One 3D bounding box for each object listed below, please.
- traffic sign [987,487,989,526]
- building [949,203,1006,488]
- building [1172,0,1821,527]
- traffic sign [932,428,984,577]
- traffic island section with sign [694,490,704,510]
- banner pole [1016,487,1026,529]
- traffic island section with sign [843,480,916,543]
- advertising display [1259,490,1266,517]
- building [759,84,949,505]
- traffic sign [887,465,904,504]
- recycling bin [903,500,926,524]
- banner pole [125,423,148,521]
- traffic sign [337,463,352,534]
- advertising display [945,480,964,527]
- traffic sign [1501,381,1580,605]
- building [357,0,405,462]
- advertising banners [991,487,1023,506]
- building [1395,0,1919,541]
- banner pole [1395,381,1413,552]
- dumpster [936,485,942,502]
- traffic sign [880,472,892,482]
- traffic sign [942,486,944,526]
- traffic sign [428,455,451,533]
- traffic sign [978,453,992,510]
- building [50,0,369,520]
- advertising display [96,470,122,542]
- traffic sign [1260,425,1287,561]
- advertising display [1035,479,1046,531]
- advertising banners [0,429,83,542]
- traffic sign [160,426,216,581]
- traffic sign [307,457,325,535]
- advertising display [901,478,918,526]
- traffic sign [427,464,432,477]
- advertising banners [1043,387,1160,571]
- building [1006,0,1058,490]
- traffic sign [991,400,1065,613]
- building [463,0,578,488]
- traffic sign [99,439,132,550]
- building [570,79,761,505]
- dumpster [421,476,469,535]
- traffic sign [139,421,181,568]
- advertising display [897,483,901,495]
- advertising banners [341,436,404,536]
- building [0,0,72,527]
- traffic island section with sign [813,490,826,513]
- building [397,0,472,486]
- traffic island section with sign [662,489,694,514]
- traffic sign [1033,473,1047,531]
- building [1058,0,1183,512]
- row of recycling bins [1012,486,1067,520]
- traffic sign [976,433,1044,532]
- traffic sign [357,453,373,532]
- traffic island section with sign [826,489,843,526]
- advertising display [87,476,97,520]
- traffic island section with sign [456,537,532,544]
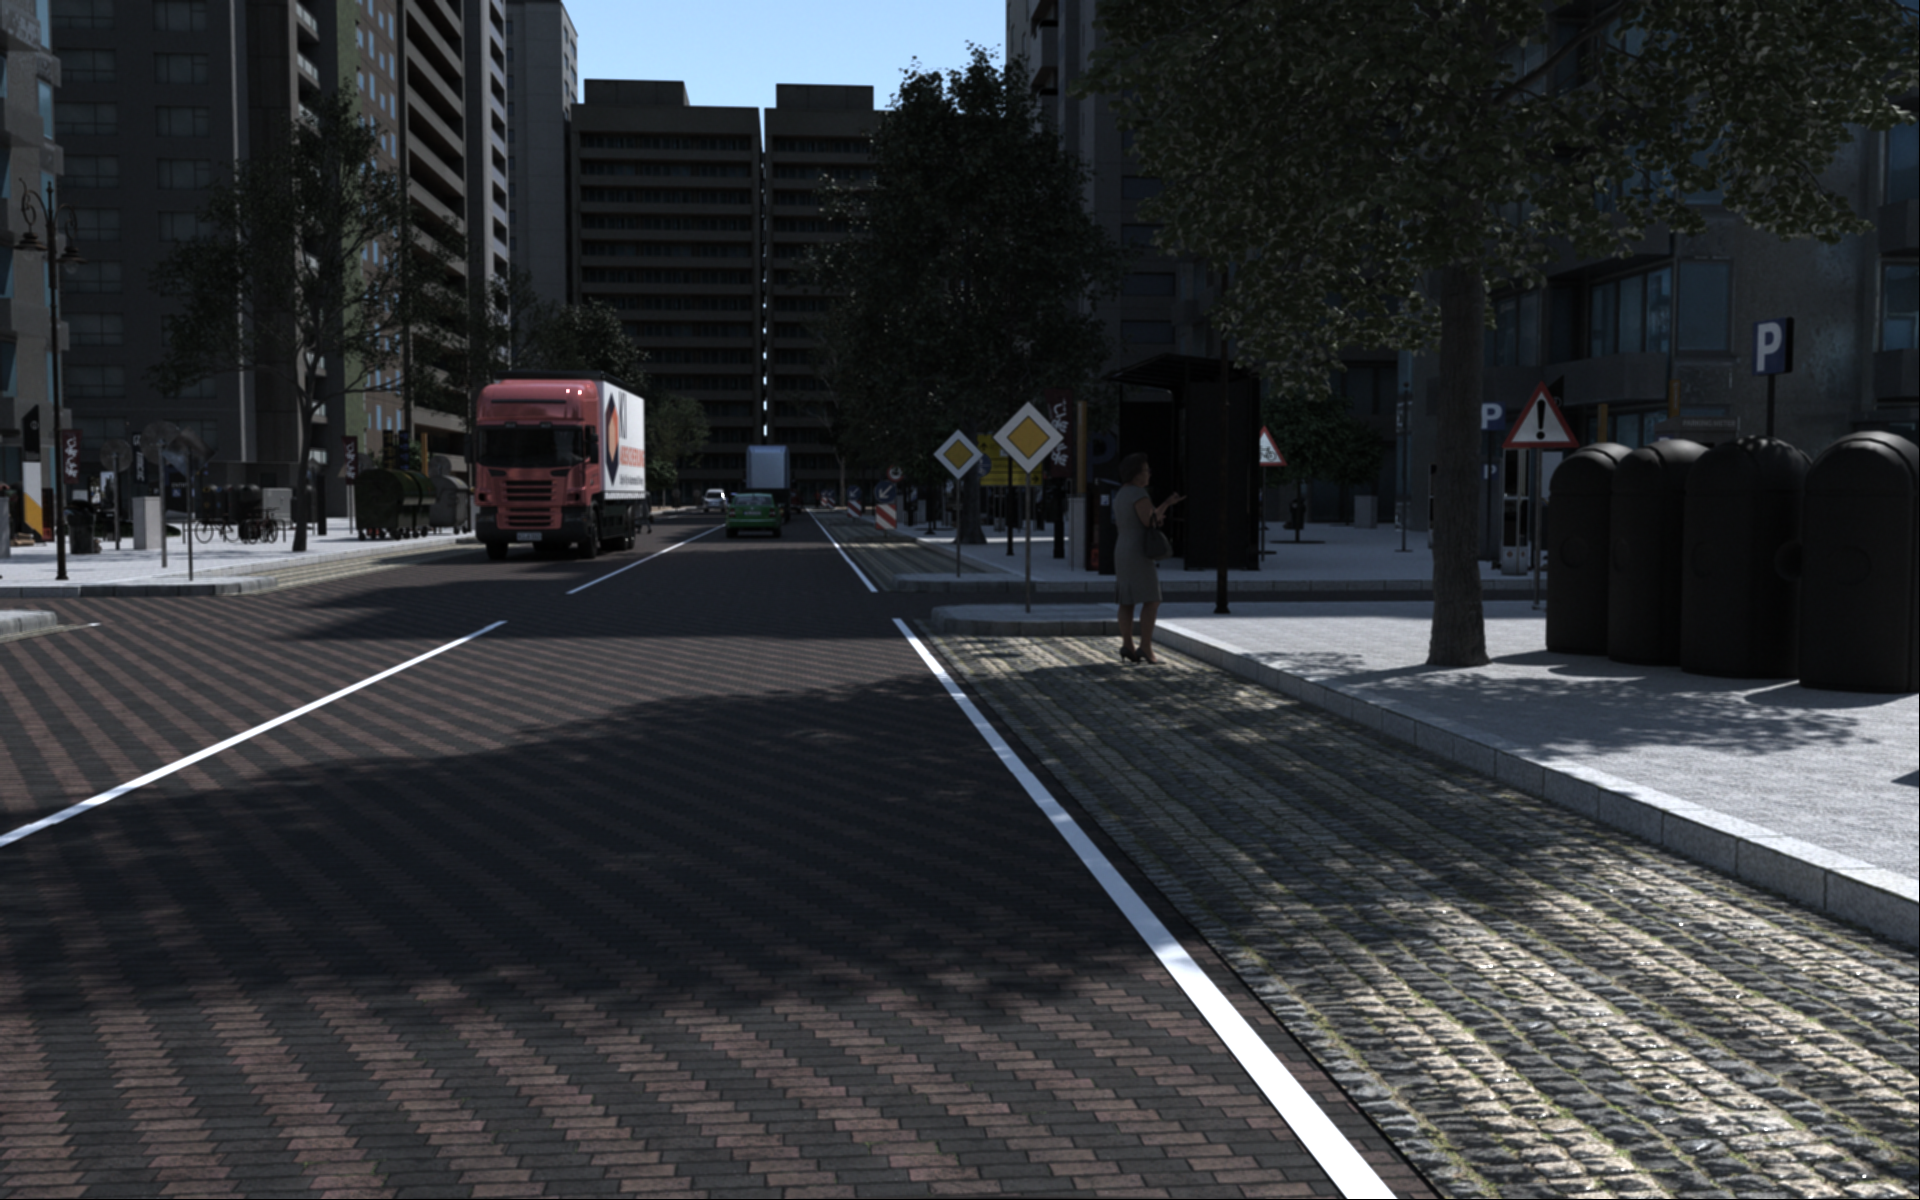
[{"bbox_3d":[1.114,-4.254,69.658,0.768,2.556,0.104,0,4,3],"label":"traffic sign"},{"bbox_3d":[5.377,-34.107,207.764,14.200,45.320,14.600,0,4,-5],"label":"building"},{"bbox_3d":[23.506,-28.656,88.132,23.786,49.044,30.456,0,4,-5],"label":"building"},{"bbox_3d":[-0.028,-1.405,26.616,0.795,2.450,0.064,0,4,-5],"label":"traffic sign"},{"bbox_3d":[-23.310,-8.878,153.782,1.989,1.847,2.006,0,4,-5],"label":"traffic island section with sign"},{"bbox_3d":[2.361,-4.502,63.632,0.401,3.779,0.863,2,4,30],"label":"banner pole"},{"bbox_3d":[-2.341,-2.603,51.184,1.989,1.847,2.006,0,4,-5],"label":"traffic island section with sign"},{"bbox_3d":[8.739,-2.874,52.205,0.974,1.923,0.123,1,4,18],"label":"advertising display"},{"bbox_3d":[-12.748,-35.809,209.176,21.600,48.544,21.300,0,4,-5],"label":"building"},{"bbox_3d":[-2.730,-4.485,73.443,0.768,2.556,0.104,0,3,0],"label":"traffic sign"},{"bbox_3d":[-1.960,-3.811,74.868,0.722,1.027,0.722,-3,5,-44],"label":"recycling bin"},{"bbox_3d":[-28.966,-4.333,60.859,0.863,3.779,0.401,-2,4,-32],"label":"banner pole"},{"bbox_3d":[-19.563,-3.399,55.583,0.884,2.594,0.081,0,4,1],"label":"traffic sign"},{"bbox_3d":[-0.099,-3.826,67.773,0.974,1.923,0.123,0,4,4],"label":"advertising display"},{"bbox_3d":[6.684,-1.223,20.005,0.884,2.594,0.081,0,4,4],"label":"traffic sign"},{"bbox_3d":[-42.581,-27.808,104.773,14.600,45.320,14.200,0,4,-5],"label":"building"},{"bbox_3d":[2.161,-5.206,81.298,2.074,3.025,0.090,2,4,28],"label":"advertising banners"},{"bbox_3d":[29.048,-26.406,51.345,30.456,49.044,23.786,0,4,-5],"label":"building"},{"bbox_3d":[9.956,-2.985,38.816,0.401,3.779,0.863,1,4,10],"label":"banner pole"},{"bbox_3d":[-0.860,-5.707,99.072,1.264,1.857,1.865,0,4,-6],"label":"dumpster"},{"bbox_3d":[-4.228,-6.064,99.248,0.768,2.556,0.104,0,4,-5],"label":"traffic sign"},{"bbox_3d":[-0.696,-4.259,69.741,0.768,2.556,0.104,0,4,2],"label":"traffic sign"},{"bbox_3d":[-17.042,-3.463,56.726,0.768,2.556,0.104,0,4,-1],"label":"traffic sign"},{"bbox_3d":[0.576,-3.211,52.601,0.768,2.556,0.104,0,4,4],"label":"traffic sign"},{"bbox_3d":[-40.098,-24.886,90.486,14.154,41.232,14.086,0,4,-5],"label":"building"},{"bbox_3d":[-23.009,-2.552,46.934,0.974,1.923,0.123,3,4,38],"label":"advertising display"},{"bbox_3d":[5.766,-2.013,32.916,0.884,2.594,0.081,0,4,1],"label":"traffic sign"},{"bbox_3d":[2.835,-3.418,61.102,0.123,1.923,0.974,-1,4,-13],"label":"advertising display"},{"bbox_3d":[-24.592,-3.070,46.380,2.074,3.025,0.090,-1,4,-20],"label":"advertising banners"},{"bbox_3d":[-11.373,-1.340,25.558,0.795,2.450,0.064,0,4,-5],"label":"traffic sign"},{"bbox_3d":[-20.315,-3.254,54.380,0.795,2.450,0.064,0,4,-1],"label":"traffic sign"},{"bbox_3d":[-1.996,-3.968,70.095,0.123,1.923,0.974,2,4,28],"label":"advertising display"},{"bbox_3d":[-22.765,-4.536,74.275,0.768,2.556,0.104,0,3,0],"label":"traffic sign"},{"bbox_3d":[2.354,-1.994,28.789,2.074,3.025,0.090,-1,4,-18],"label":"advertising banners"},{"bbox_3d":[18.840,-34.363,151.067,28.713,52.752,27.495,0,4,-5],"label":"building"},{"bbox_3d":[0.731,-0.919,18.667,0.795,2.450,0.064,0,4,-5],"label":"traffic sign"},{"bbox_3d":[-59.471,-40.510,204.338,28.212,58.520,21.231,0,4,-5],"label":"building"},{"bbox_3d":[-19.384,-2.426,39.778,0.768,2.556,0.104,0,4,3],"label":"traffic sign"},{"bbox_3d":[-34.230,-35.670,206.914,21.600,48.544,21.300,0,4,-5],"label":"building"},{"bbox_3d":[-16.443,-3.023,55.178,1.264,1.857,1.865,0,4,-5],"label":"dumpster"},{"bbox_3d":[-13.897,-1.839,30.178,0.768,2.556,0.104,0,4,-3],"label":"traffic sign"},{"bbox_3d":[-3.148,-5.848,100.832,0.974,1.923,0.123,-1,4,-9],"label":"advertising display"},{"bbox_3d":[-17.792,-3.449,52.583,0.090,3.025,2.074,3,5,42],"label":"advertising banners"},{"bbox_3d":[-44.018,-26.573,54.075,23.786,49.044,30.456,0,4,-5],"label":"building"},{"bbox_3d":[-9.673,-7.301,127.992,1.989,1.847,2.006,0,4,-5],"label":"traffic island section with sign"},{"bbox_3d":[-47.665,-30.485,122.139,21.300,48.544,21.600,0,4,-5],"label":"building"},{"bbox_3d":[-20.745,-7.237,126.948,1.989,1.847,2.006,0,4,-5],"label":"traffic island section with sign"},{"bbox_3d":[2.570,-3.657,59.790,0.884,2.594,0.081,0,4,2],"label":"traffic sign"},{"bbox_3d":[17.513,-35.525,122.838,21.231,58.520,28.212,0,4,-5],"label":"building"},{"bbox_3d":[3.555,-4.816,85.852,3.534,1.692,1.069,2,4,32],"label":"row of recycling bins"},{"bbox_3d":[1.656,-3.912,57.826,2.265,3.308,0.079,0,3,0],"label":"traffic sign"},{"bbox_3d":[-18.463,-3.256,53.335,0.768,2.556,0.104,0,4,-3],"label":"traffic sign"},{"bbox_3d":[-4.905,-4.244,78.017,1.989,1.847,2.006,0,4,-5],"label":"traffic island section with sign"},{"bbox_3d":[-30.126,-3.391,60.658,0.123,1.923,0.974,1,4,17],"label":"advertising display"},{"bbox_3d":[-13.415,-2.539,50.140,1.989,1.847,2.006,0,4,-5],"label":"traffic island section with sign"}]
